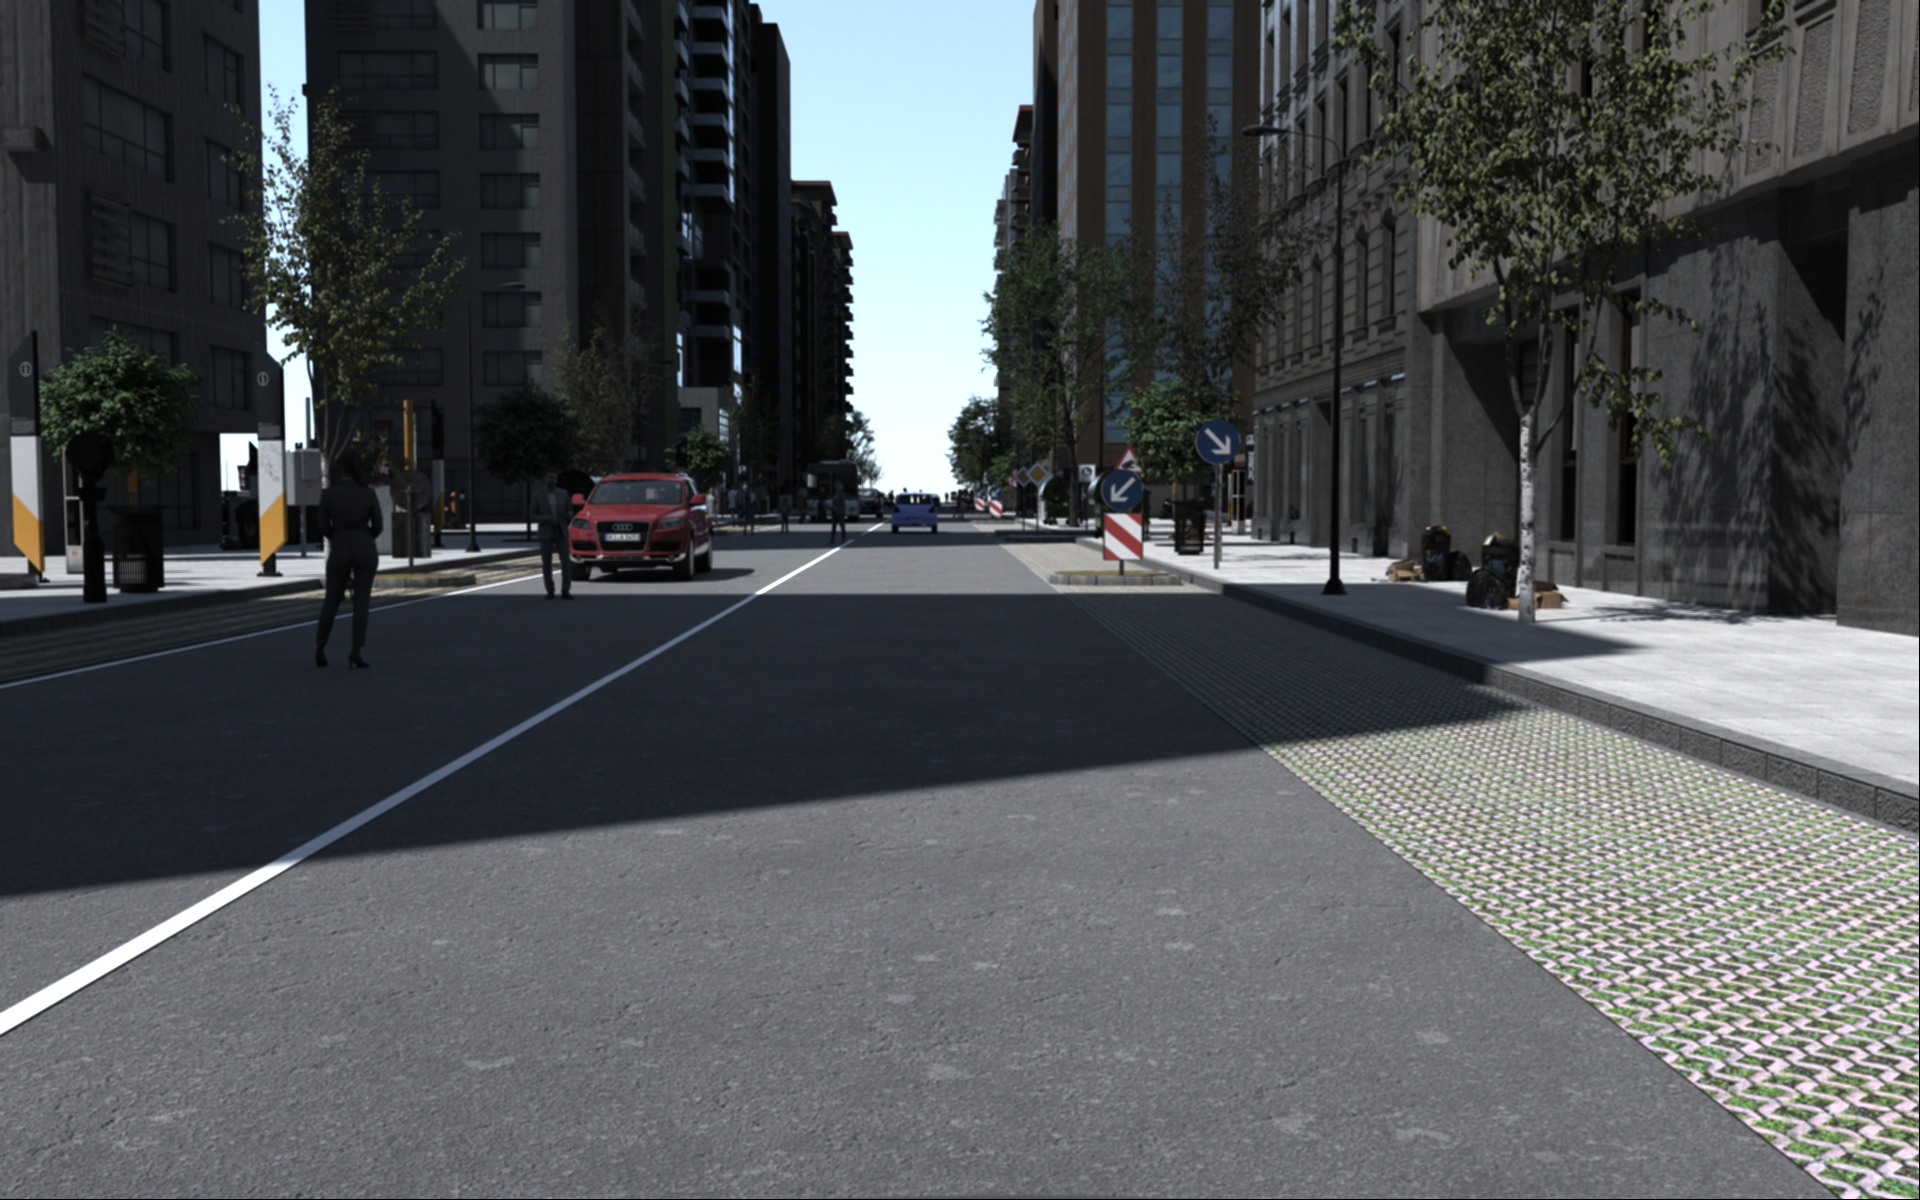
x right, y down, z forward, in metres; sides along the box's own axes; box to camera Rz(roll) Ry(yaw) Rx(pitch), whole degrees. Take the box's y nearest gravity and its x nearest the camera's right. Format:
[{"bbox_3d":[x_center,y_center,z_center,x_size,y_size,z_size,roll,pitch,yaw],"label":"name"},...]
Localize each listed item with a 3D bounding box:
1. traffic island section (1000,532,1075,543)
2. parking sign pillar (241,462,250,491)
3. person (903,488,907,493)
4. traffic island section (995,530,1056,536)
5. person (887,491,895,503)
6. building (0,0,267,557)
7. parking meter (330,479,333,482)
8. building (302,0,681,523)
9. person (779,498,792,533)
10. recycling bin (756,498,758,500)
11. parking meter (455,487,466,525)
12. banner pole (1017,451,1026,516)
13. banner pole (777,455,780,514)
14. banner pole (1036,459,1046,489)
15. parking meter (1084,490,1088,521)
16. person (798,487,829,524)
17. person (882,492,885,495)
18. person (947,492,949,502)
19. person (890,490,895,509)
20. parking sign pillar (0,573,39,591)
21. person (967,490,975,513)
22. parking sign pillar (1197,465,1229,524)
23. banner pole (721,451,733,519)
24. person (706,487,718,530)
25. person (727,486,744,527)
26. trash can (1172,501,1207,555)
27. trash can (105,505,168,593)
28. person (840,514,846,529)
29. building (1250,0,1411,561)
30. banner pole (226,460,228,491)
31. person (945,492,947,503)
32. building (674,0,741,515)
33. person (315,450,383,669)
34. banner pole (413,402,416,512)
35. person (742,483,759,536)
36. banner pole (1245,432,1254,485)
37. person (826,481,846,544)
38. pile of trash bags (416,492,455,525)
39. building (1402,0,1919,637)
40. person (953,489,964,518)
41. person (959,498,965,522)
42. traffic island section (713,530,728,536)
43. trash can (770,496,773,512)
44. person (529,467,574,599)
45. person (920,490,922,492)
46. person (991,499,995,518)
[{"bbox_3d":[2.364,-1.848,52.501,2.009,0.180,2.903,0,4,-1],"label":"traffic island section"},{"bbox_3d":[-53.684,-8.678,130.356,1.447,3.967,1.447,0,4,-2],"label":"parking sign pillar"},{"bbox_3d":[-3.043,-5.451,97.811,0.721,1.800,0.419,-1,4,-13],"label":"person"},{"bbox_3d":[2.242,-2.337,60.486,2.009,0.180,2.903,0,4,-1],"label":"traffic island section"},{"bbox_3d":[-9.877,-14.387,243.804,1.350,1.814,0.705,0,4,-6],"label":"person"},{"bbox_3d":[-25.171,-21.841,40.700,14.086,41.232,14.154,0,4,-1],"label":"building"},{"bbox_3d":[-25.059,-3.861,68.838,0.255,1.863,0.399,-2,4,-29],"label":"parking meter"},{"bbox_3d":[-21.194,-24.291,80.751,14.154,41.232,14.086,0,4,-1],"label":"building"},{"bbox_3d":[-6.434,-3.123,63.836,0.475,1.303,0.640,0,4,3],"label":"person"},{"bbox_3d":[-13.489,-6.063,111.678,0.722,1.027,0.722,-2,4,-28],"label":"recycling bin"},{"bbox_3d":[-18.684,-3.447,64.775,0.372,1.533,0.369,0,3,0],"label":"parking meter"},{"bbox_3d":[3.526,-6.715,99.799,0.863,3.779,0.401,3,5,43],"label":"banner pole"},{"bbox_3d":[-11.518,-7.330,109.860,0.401,3.779,0.863,0,4,2],"label":"banner pole"},{"bbox_3d":[5.375,-7.581,113.966,0.863,3.779,0.401,0,4,3],"label":"banner pole"},{"bbox_3d":[6.020,-4.608,83.756,0.372,1.533,0.369,0,3,0],"label":"parking meter"},{"bbox_3d":[-7.110,-4.615,84.171,1.509,1.804,0.699,-1,4,-13],"label":"person"},{"bbox_3d":[-11.814,-15.791,266.819,1.348,1.807,0.705,0,4,3],"label":"person"},{"bbox_3d":[-2.140,-17.433,294.450,0.530,1.710,0.541,-2,4,-29],"label":"person"},{"bbox_3d":[-6.430,-9.559,164.789,0.705,1.824,1.348,-1,4,-14],"label":"person"},{"bbox_3d":[-13.280,-2.131,23.315,1.447,3.967,1.447,-2,4,-26],"label":"parking sign pillar"},{"bbox_3d":[0.764,-7.230,127.296,0.593,1.750,0.643,-1,4,-22],"label":"person"},{"bbox_3d":[11.079,-5.344,75.842,1.447,3.967,1.447,-1,4,-15],"label":"parking sign pillar"},{"bbox_3d":[-11.902,-6.007,88.235,0.863,3.779,0.401,1,4,18],"label":"banner pole"},{"bbox_3d":[-9.307,-3.399,65.071,0.512,1.701,0.522,0,4,-1],"label":"person"},{"bbox_3d":[-9.735,-4.055,74.982,0.721,1.800,0.419,1,4,17],"label":"person"},{"bbox_3d":[4.820,-1.516,36.435,0.748,1.137,0.748,0,3,0],"label":"trash can"},{"bbox_3d":[-10.715,-0.668,22.574,0.748,1.137,0.748,0,3,0],"label":"trash can"},{"bbox_3d":[-4.800,-3.564,71.016,0.306,1.304,0.590,1,4,16],"label":"person"},{"bbox_3d":[13.098,-11.661,39.816,9.793,20.994,18.267,0,4,-1],"label":"building"},{"bbox_3d":[-53.819,-8.389,127.177,0.401,3.779,0.863,-1,4,-23],"label":"banner pole"},{"bbox_3d":[-2.187,-16.695,282.288,0.721,1.723,1.217,2,4,25],"label":"person"},{"bbox_3d":[-26.006,-49.226,117.523,22.319,86.520,31.000,0,4,-1],"label":"building"},{"bbox_3d":[-5.058,-0.339,14.320,0.520,1.790,0.573,-2,4,-29],"label":"person"},{"bbox_3d":[-14.827,-3.491,47.095,0.401,3.779,0.863,-1,4,-22],"label":"banner pole"},{"bbox_3d":[-7.231,-3.125,59.620,0.581,1.822,0.654,-1,4,-23],"label":"person"},{"bbox_3d":[10.358,-4.334,60.877,0.863,3.779,0.401,3,5,43],"label":"banner pole"},{"bbox_3d":[-3.518,-2.514,49.780,0.526,1.800,0.537,-3,4,-36],"label":"person"},{"bbox_3d":[-22.392,-3.828,72.337,3.447,1.369,1.912,-2,4,-34],"label":"pile of trash bags"},{"bbox_3d":[14.122,-12.393,20.650,12.078,24.808,19.932,0,4,-1],"label":"building"},{"bbox_3d":[-0.097,-5.712,102.727,0.643,1.720,0.563,0,4,6],"label":"person"},{"bbox_3d":[0.108,-4.593,88.273,0.352,1.250,0.332,1,4,21],"label":"person"},{"bbox_3d":[-9.198,-2.326,60.317,2.009,0.180,2.903,0,4,-1],"label":"traffic island section"},{"bbox_3d":[-13.559,-6.792,122.699,0.748,1.137,0.748,0,3,0],"label":"trash can"},{"bbox_3d":[-5.525,-0.910,23.573,0.606,1.804,0.583,-2,4,-30],"label":"person"},{"bbox_3d":[-3.472,-9.056,156.437,0.599,1.838,0.709,0,4,1],"label":"person"},{"bbox_3d":[1.987,-5.595,104.643,0.373,1.253,0.362,-2,4,-35],"label":"person"}]
